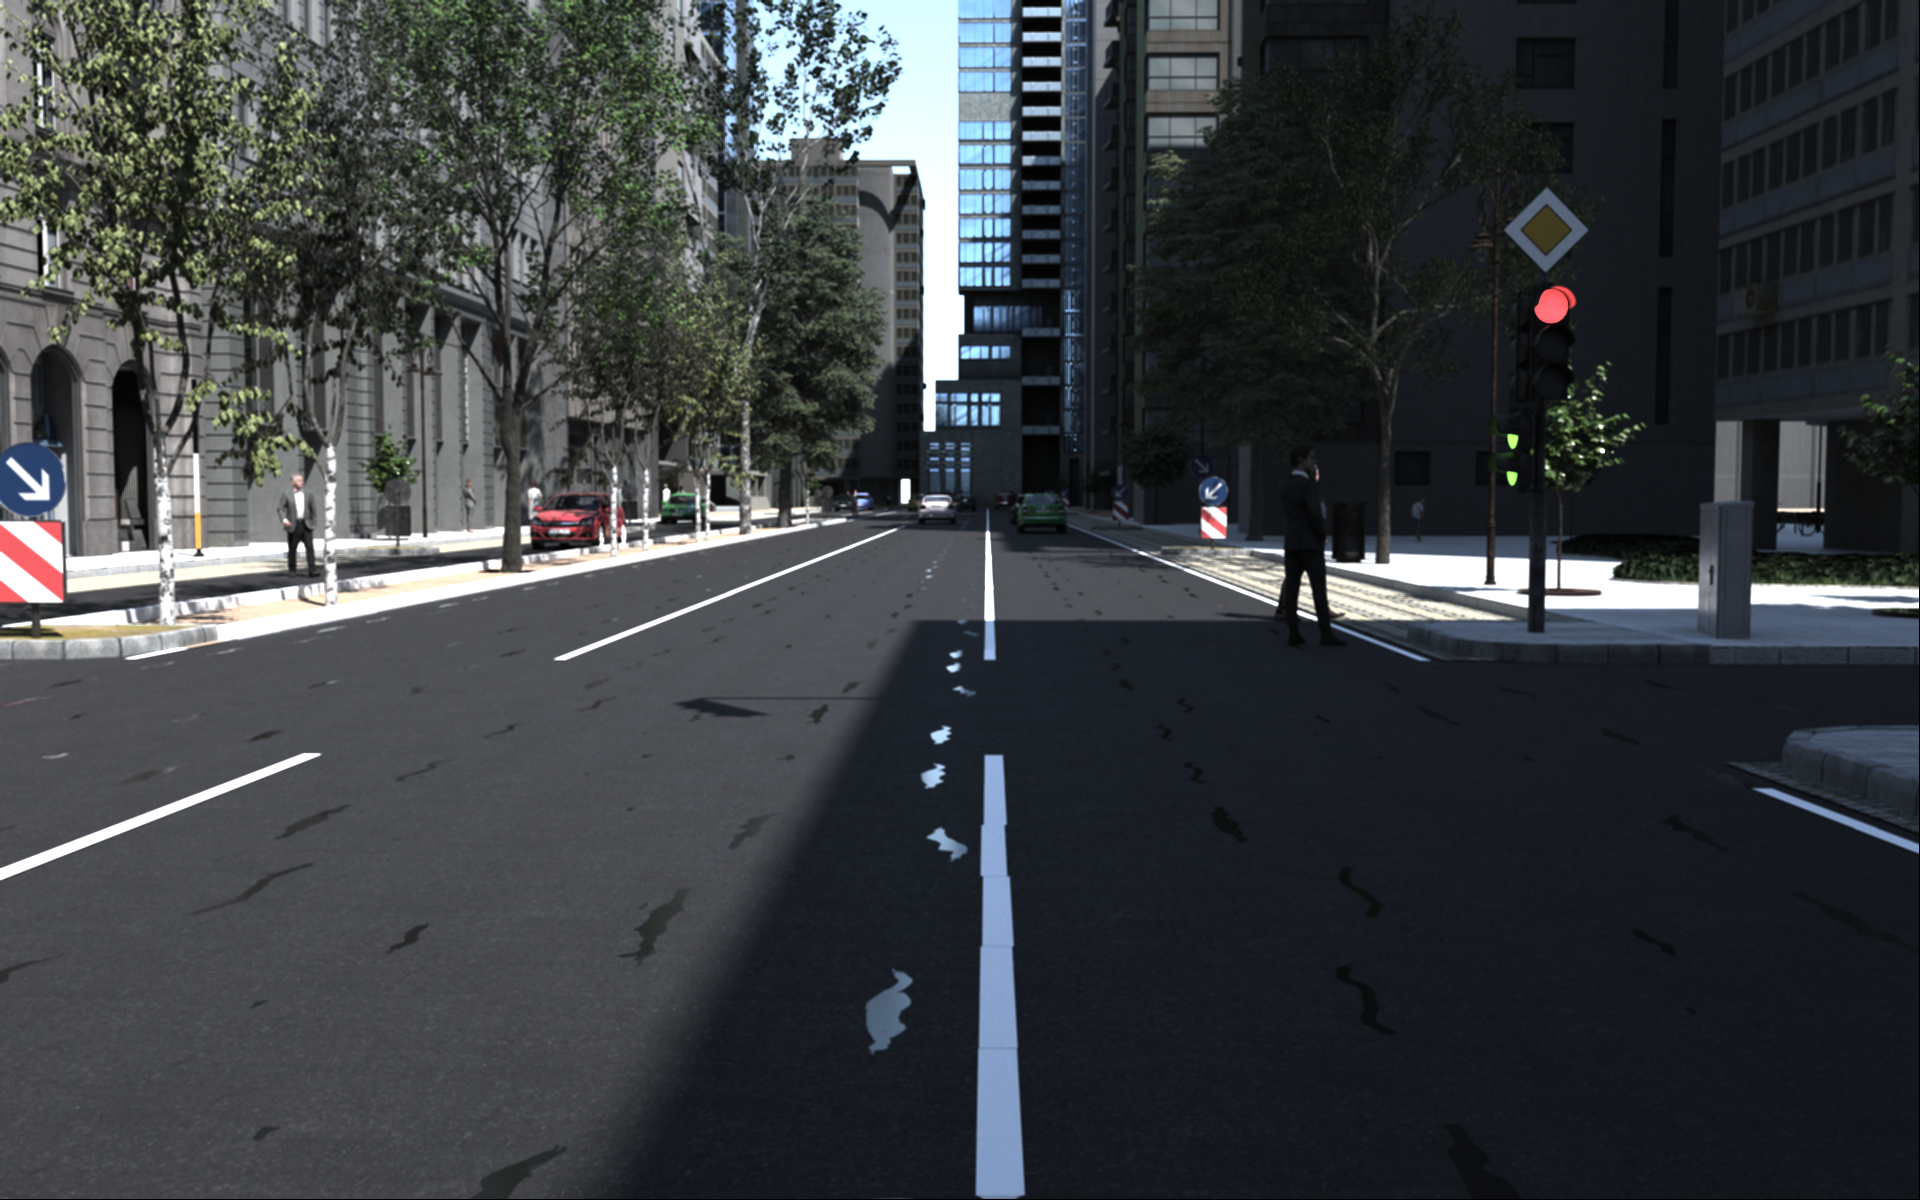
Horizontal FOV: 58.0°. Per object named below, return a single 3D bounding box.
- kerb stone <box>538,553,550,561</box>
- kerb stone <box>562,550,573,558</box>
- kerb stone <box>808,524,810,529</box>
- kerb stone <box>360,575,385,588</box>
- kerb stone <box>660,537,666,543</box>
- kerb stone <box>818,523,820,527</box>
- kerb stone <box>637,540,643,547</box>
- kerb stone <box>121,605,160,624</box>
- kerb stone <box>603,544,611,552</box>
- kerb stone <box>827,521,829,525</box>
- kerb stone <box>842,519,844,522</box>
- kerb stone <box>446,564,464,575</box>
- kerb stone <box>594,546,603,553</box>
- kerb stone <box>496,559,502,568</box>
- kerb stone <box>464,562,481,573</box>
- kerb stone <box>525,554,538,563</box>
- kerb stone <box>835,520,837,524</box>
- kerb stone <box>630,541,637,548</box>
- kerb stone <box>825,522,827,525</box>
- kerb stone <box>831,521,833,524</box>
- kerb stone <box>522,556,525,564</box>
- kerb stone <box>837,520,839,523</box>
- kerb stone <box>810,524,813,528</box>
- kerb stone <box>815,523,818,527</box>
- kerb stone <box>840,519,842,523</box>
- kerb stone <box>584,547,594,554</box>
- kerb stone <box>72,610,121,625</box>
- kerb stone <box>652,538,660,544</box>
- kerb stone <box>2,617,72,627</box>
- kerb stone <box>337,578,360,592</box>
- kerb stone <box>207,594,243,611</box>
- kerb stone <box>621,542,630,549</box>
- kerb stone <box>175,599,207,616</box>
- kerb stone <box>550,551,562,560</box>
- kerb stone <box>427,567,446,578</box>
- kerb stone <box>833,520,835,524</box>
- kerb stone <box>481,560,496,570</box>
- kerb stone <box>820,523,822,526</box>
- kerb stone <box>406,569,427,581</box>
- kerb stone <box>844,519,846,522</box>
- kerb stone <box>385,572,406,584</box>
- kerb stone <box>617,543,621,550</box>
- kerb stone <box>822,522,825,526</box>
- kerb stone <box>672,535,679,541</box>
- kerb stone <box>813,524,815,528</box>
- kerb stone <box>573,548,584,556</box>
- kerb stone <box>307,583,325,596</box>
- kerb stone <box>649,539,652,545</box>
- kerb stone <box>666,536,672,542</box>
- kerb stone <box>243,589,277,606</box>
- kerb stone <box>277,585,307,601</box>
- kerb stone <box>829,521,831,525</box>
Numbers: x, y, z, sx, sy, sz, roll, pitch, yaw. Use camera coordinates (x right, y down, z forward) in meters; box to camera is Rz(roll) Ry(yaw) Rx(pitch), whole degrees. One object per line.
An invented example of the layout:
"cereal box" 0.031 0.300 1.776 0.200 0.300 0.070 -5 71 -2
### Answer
"kerb stone" -8.956 -0.896 36.852 0.120 0.150 1.000 0 4 1
"kerb stone" -8.928 -1.020 38.909 0.120 0.150 1.000 0 4 1
"kerb stone" -6.319 -2.962 70.689 0.120 0.150 1.000 0 4 1
"kerb stone" -9.114 -0.269 26.605 0.120 0.150 1.000 0 4 1
"kerb stone" -8.744 -1.713 50.201 0.120 0.150 1.000 0 4 1
"kerb stone" -6.255 -3.216 74.778 0.120 0.150 1.000 0 4 1
"kerb stone" -8.792 -1.521 47.122 0.120 0.150 1.000 0 4 1
"kerb stone" -9.231 0.169 19.428 0.120 0.150 1.000 0 4 1
"kerb stone" -8.857 -1.274 43.022 0.120 0.150 1.000 0 4 1
"kerb stone" -6.193 -3.466 78.871 0.120 0.150 1.000 0 4 1
"kerb stone" -6.060 -3.964 87.054 0.120 0.150 1.000 0 4 1
"kerb stone" -9.053 -0.512 30.702 0.120 0.150 1.000 0 4 1
"kerb stone" -8.877 -1.210 41.980 0.120 0.150 1.000 0 4 1
"kerb stone" -9.008 -0.709 33.780 0.120 0.150 1.000 0 4 1
"kerb stone" -9.034 -0.583 31.731 0.120 0.150 1.000 0 4 1
"kerb stone" -8.972 -0.831 35.831 0.120 0.150 1.000 0 4 1
"kerb stone" -6.127 -3.708 82.960 0.120 0.150 1.000 0 4 1
"kerb stone" -8.815 -1.458 46.100 0.120 0.150 1.000 0 4 1
"kerb stone" -6.209 -3.397 77.847 0.120 0.150 1.000 0 4 1
"kerb stone" -6.157 -3.591 80.916 0.120 0.150 1.000 0 4 1
"kerb stone" -8.986 -0.770 34.802 0.120 0.150 1.000 0 4 1
"kerb stone" -6.111 -3.773 83.982 0.120 0.150 1.000 0 4 1
"kerb stone" -6.302 -3.029 71.711 0.120 0.150 1.000 0 4 1
"kerb stone" -6.268 -3.153 73.755 0.120 0.150 1.000 0 4 1
"kerb stone" -6.075 -3.904 86.031 0.120 0.150 1.000 0 4 1
"kerb stone" -8.900 -1.148 40.957 0.120 0.150 1.000 0 4 1
"kerb stone" -9.243 0.233 18.391 0.120 0.150 1.000 0 4 1
"kerb stone" -8.758 -1.647 49.171 0.120 0.150 1.000 0 4 1
"kerb stone" -9.261 0.295 17.369 0.120 0.150 1.000 0 4 1
"kerb stone" -9.136 -0.204 25.580 0.120 0.150 1.000 0 4 1
"kerb stone" -9.197 0.046 21.480 0.120 0.150 1.000 0 4 1
"kerb stone" -8.827 -1.399 45.076 0.120 0.150 1.000 0 4 1
"kerb stone" -9.215 0.106 20.458 0.120 0.150 1.000 0 4 1
"kerb stone" -8.936 -0.955 37.882 0.120 0.150 1.000 0 4 1
"kerb stone" -9.072 -0.458 29.679 0.120 0.150 1.000 0 4 1
"kerb stone" -6.137 -3.654 81.938 0.120 0.150 1.000 0 4 1
"kerb stone" -9.020 -0.641 32.753 0.120 0.150 1.000 0 4 1
"kerb stone" -6.240 -3.278 75.800 0.120 0.150 1.000 0 4 1
"kerb stone" -9.088 -0.395 28.654 0.120 0.150 1.000 0 4 1
"kerb stone" -6.042 -4.029 88.084 0.120 0.150 1.000 0 4 1
"kerb stone" -9.099 -0.331 27.628 0.120 0.150 1.000 0 4 1
"kerb stone" -8.845 -1.337 44.047 0.120 0.150 1.000 0 4 1
"kerb stone" -6.227 -3.339 76.822 0.120 0.150 1.000 0 4 1
"kerb stone" -8.713 -1.838 52.272 0.120 0.150 1.000 0 4 1
"kerb stone" -6.288 -3.091 72.733 0.120 0.150 1.000 0 4 1
"kerb stone" -8.908 -1.085 39.931 0.120 0.150 1.000 0 4 1
"kerb stone" -9.156 -0.144 24.550 0.120 0.150 1.000 0 4 1
"kerb stone" -8.783 -1.587 48.149 0.120 0.150 1.000 0 4 1
"kerb stone" -8.732 -1.776 51.238 0.120 0.150 1.000 0 4 1
"kerb stone" -9.177 -0.019 22.502 0.120 0.150 1.000 0 4 1
"kerb stone" -9.167 -0.080 23.525 0.120 0.150 1.000 0 4 1
"kerb stone" -6.172 -3.529 79.893 0.120 0.150 1.000 0 4 1
